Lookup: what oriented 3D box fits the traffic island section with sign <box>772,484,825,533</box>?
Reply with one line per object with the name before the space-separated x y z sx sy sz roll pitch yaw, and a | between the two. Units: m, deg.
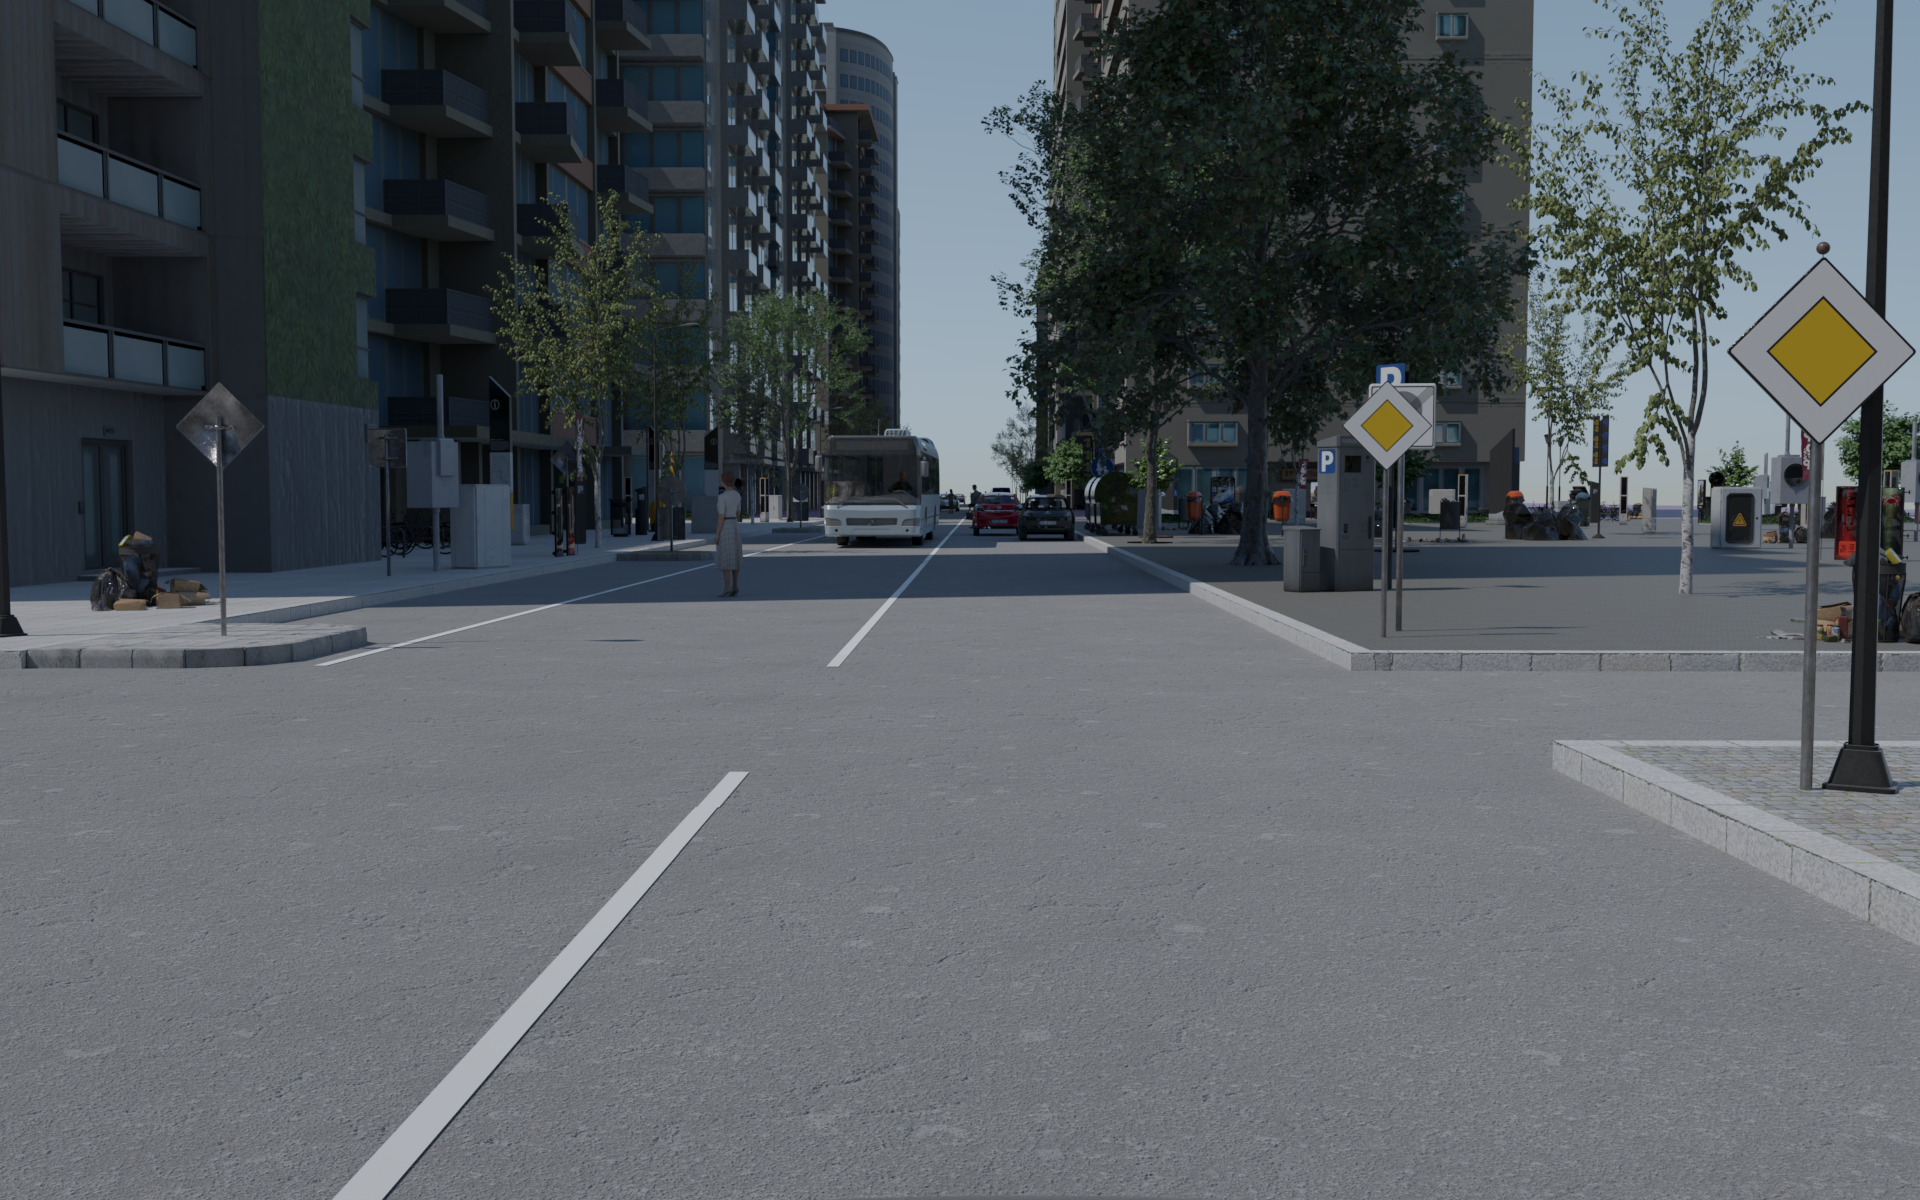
traffic island section with sign | -5.946 -3.442 64.906 1.989 1.847 2.006 0 4 1

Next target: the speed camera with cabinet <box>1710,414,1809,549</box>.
speed camera with cabinet | 18.772 -2.831 40.624 2.038 3.252 0.660 0 4 2

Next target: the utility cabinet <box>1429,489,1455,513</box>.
utility cabinet | 23.068 -4.541 82.921 1.173 1.500 0.318 3 4 37

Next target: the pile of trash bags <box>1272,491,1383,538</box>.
pile of trash bags | 11.051 -2.567 51.717 3.447 1.369 1.912 1 4 8

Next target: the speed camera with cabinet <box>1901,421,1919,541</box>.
speed camera with cabinet | 25.285 -3.204 46.721 2.038 3.252 0.660 -1 4 -14

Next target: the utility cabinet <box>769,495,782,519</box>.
utility cabinet | -9.640 -4.794 89.550 1.020 1.237 0.306 3 5 42

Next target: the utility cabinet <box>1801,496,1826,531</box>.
utility cabinet | 29.247 -2.948 59.354 1.020 1.237 0.306 -2 4 -32

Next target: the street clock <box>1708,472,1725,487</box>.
street clock | 24.355 -3.132 55.780 0.471 2.002 0.358 2 4 32

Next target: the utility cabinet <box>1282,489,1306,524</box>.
utility cabinet | 14.232 -3.981 73.771 1.173 1.500 0.318 -3 4 -37

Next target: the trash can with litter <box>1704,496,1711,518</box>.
trash can with litter | 39.030 -4.805 89.955 1.055 1.170 0.624 -2 4 -31

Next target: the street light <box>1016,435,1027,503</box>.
street light | 5.356 -9.959 135.364 1.470 5.913 1.316 0 4 1

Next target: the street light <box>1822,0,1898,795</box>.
street light | 3.392 -2.132 7.403 1.470 5.913 1.316 0 4 1

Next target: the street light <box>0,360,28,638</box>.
street light | -8.084 -2.624 15.447 1.470 5.913 1.316 0 4 1

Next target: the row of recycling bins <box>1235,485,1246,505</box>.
row of recycling bins | 13.545 -4.743 84.661 1.069 1.692 3.534 0 4 3

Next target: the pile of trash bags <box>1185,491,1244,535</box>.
pile of trash bags | 8.149 -2.800 55.528 1.912 1.369 3.447 2 4 33

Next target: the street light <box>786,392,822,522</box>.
street light | -7.229 -6.505 78.892 1.470 5.913 1.316 0 4 1

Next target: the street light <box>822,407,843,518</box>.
street light | -6.923 -7.346 92.649 1.470 5.913 1.316 0 4 1

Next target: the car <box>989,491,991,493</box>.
car | 4.507 -13.282 225.835 2.281 1.827 5.304 0 4 1

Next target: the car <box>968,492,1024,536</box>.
car | 1.344 -3.168 60.834 2.155 1.783 4.494 0 4 0

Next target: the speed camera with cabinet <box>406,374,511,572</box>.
speed camera with cabinet | -8.513 -2.148 29.453 0.660 3.252 2.038 1 4 23

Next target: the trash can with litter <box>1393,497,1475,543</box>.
trash can with litter | 12.716 -2.161 46.394 2.233 1.210 1.678 1 4 11

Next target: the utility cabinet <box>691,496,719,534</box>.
utility cabinet | -8.216 -2.763 56.344 1.020 1.237 0.306 0 4 -1

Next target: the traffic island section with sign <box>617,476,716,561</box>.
traffic island section with sign | -6.354 -1.794 37.954 1.989 1.847 2.006 0 4 1

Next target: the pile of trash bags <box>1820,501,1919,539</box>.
pile of trash bags | 26.141 -2.408 49.115 1.912 1.369 3.447 -1 4 -23

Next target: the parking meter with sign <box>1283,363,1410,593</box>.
parking meter with sign | 5.093 -1.632 22.947 1.738 3.016 0.543 -2 4 -29

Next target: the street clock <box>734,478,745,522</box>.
street clock | -9.994 -4.521 78.481 0.471 2.002 0.358 2 4 26

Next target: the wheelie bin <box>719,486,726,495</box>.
wheelie bin | -9.867 -3.862 71.052 0.980 1.594 0.693 -2 4 -25

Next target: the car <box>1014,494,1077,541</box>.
car | 2.699 -2.735 54.498 2.009 1.686 4.222 0 4 1

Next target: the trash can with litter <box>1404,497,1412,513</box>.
trash can with litter | 23.222 -4.761 89.234 1.055 1.170 0.624 1 4 10

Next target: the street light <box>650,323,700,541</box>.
street light | -7.747 -4.565 47.171 1.470 5.913 1.316 0 4 1

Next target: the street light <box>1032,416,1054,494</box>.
street light | 4.987 -7.983 103.055 1.470 5.913 1.316 0 4 1

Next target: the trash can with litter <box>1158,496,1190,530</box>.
trash can with litter | 7.653 -3.105 61.829 2.233 1.210 1.678 -3 5 -42

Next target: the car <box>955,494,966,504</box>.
car | -0.113 -14.596 247.683 2.155 1.783 4.494 0 4 1

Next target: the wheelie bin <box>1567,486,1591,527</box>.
wheelie bin | 24.389 -3.689 68.225 0.693 1.594 0.980 -2 4 -29

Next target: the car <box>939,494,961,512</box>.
car | -0.982 -8.044 143.311 2.131 1.459 4.920 0 4 2

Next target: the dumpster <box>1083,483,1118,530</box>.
dumpster | 5.068 -3.426 61.768 1.264 1.857 1.865 0 4 1

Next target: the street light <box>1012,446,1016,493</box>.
street light | 5.782 -11.899 167.087 1.470 5.913 1.316 0 4 1

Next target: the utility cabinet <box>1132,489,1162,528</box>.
utility cabinet | 6.996 -3.458 65.209 1.173 1.500 0.318 2 4 30

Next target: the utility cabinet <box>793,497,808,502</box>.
utility cabinet | -8.032 -4.653 87.233 0.306 1.237 1.020 -2 4 -35

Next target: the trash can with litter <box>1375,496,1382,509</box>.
trash can with litter | 21.649 -4.779 89.523 0.624 1.170 1.055 0 4 -7

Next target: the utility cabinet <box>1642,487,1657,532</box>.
utility cabinet | 23.045 -3.008 57.858 0.318 1.500 1.173 2 4 29

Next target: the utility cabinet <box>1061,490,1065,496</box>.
utility cabinet | 5.362 -4.900 88.786 0.318 1.500 1.173 0 4 -3

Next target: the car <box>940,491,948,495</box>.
car | -1.534 -9.383 163.003 1.945 1.707 3.694 0 4 3

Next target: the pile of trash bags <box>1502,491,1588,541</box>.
pile of trash bags | 16.334 -2.414 49.215 1.912 1.369 3.447 0 4 -6

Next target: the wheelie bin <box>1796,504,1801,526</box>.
wheelie bin | 34.263 -3.790 69.874 0.980 1.594 0.693 -1 4 -12

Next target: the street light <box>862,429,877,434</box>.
street light | -6.482 -9.286 124.371 1.470 5.913 1.316 0 4 1
